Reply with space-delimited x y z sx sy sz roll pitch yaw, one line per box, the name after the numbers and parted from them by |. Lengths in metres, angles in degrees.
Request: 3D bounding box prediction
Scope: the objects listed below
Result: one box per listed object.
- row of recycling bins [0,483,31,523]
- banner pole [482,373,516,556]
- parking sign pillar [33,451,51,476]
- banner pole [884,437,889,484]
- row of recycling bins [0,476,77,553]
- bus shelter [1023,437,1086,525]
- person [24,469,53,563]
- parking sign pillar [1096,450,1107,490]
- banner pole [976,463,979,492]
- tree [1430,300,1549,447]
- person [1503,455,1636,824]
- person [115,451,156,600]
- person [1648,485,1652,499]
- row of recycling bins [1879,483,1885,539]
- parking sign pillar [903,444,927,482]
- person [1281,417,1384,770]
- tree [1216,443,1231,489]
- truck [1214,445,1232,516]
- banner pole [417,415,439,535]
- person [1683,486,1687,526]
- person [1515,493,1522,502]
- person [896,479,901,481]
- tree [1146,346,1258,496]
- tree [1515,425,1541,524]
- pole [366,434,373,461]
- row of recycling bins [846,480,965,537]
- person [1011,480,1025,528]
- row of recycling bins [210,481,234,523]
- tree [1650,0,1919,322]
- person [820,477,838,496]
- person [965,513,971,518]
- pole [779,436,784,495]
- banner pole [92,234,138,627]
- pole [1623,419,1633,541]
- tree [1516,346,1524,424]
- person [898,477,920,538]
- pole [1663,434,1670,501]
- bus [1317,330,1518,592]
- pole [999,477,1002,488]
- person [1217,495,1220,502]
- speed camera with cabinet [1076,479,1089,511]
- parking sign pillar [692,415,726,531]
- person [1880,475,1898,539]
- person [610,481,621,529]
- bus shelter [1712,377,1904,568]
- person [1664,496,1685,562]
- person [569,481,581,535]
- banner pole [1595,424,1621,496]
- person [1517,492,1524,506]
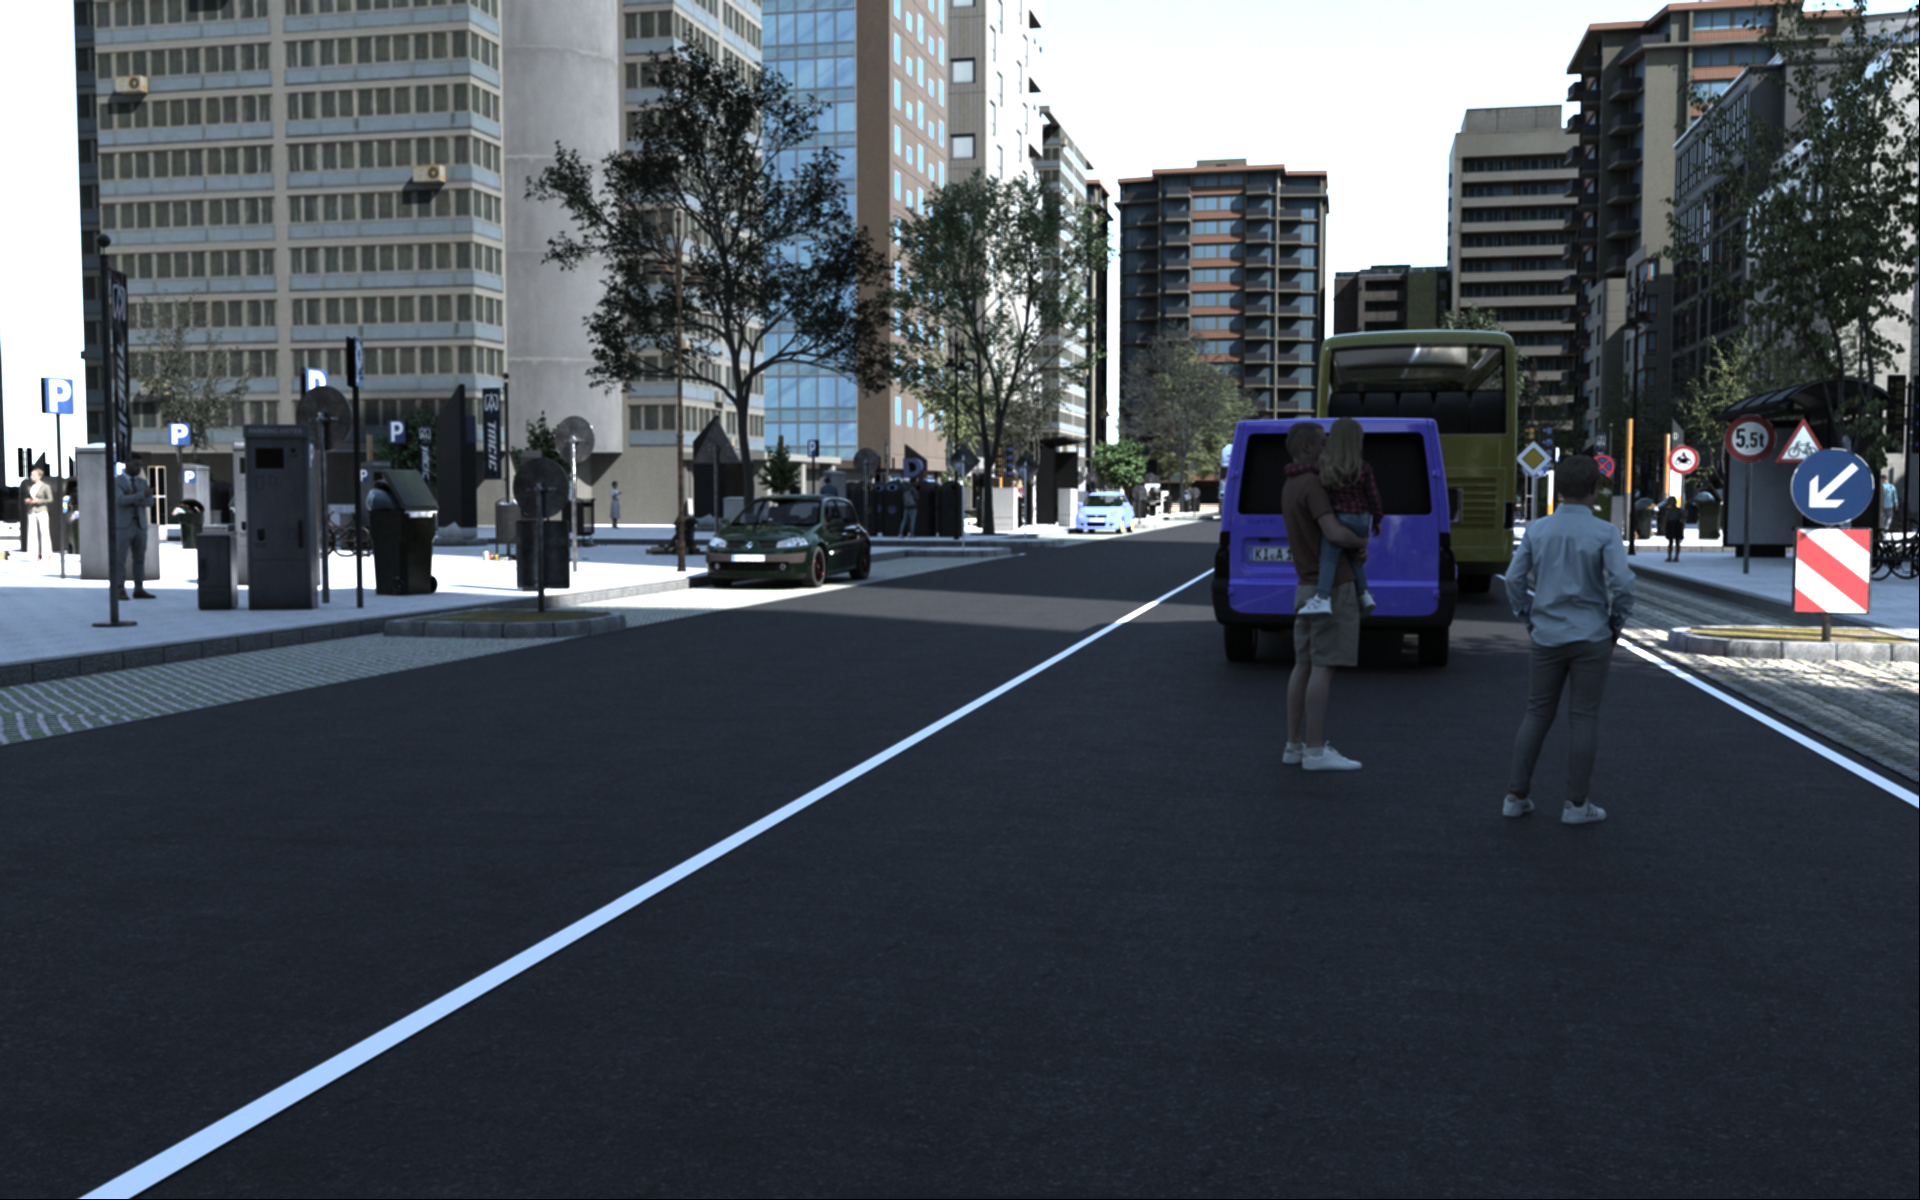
-47.378 -4.816 85.852 1.069 1.692 3.534 -1 4 -9 | row of recycling bins
-9.588 -2.811 35.981 0.863 3.779 0.401 2 4 26 | banner pole
-57.740 -7.369 108.948 1.447 3.967 1.447 2 4 33 | parking sign pillar
-3.213 -5.273 76.227 0.401 3.779 0.863 -1 4 -14 | banner pole
-20.418 -1.987 39.603 1.069 1.692 3.534 0 4 -3 | row of recycling bins
4.087 -5.056 73.951 1.731 3.624 6.357 1 4 13 | bus shelter
-17.309 -1.583 32.480 0.519 1.759 0.362 1 4 9 | person
8.195 -6.831 100.165 1.447 3.967 1.447 1 4 16 | parking sign pillar
1.260 -8.280 125.387 0.401 3.779 0.863 -1 4 -10 | banner pole
30.216 -11.371 102.927 9.611 12.733 9.660 0 3 0 | tree
2.679 0.167 7.588 0.330 1.601 0.589 -3 5 -43 | person
-10.051 -0.909 21.090 0.466 1.800 0.511 1 4 18 | person
42.974 -6.255 108.283 0.573 1.828 0.580 -2 4 -25 | person
23.305 -2.431 46.860 3.534 1.692 1.069 0 4 -7 | row of recycling bins
-2.427 -6.408 93.235 1.447 3.967 1.447 2 4 26 | parking sign pillar
1.918 -0.038 9.092 0.580 1.828 0.573 2 4 35 | person
28.536 -14.173 182.098 4.360 8.622 3.978 0 3 0 | tree
16.803 -6.717 99.585 2.967 4.110 18.799 1 4 13 | truck
-16.747 -3.961 54.783 0.863 3.779 0.401 -3 4 -38 | banner pole
28.954 -3.765 69.410 0.330 1.601 0.589 1 4 9 | person
45.431 -8.261 141.831 1.217 1.735 0.721 -1 4 -9 | person
-2.176 -3.278 59.823 0.473 1.802 0.592 -1 4 -14 | person
17.456 -13.085 132.071 7.486 12.596 7.792 0 3 0 | tree
23.651 -5.557 74.572 4.285 4.588 4.351 0 3 0 | tree
-20.080 -3.985 59.000 0.158 3.312 0.155 0 3 0 | pole
-1.581 -2.773 52.458 3.534 1.692 1.069 1 4 12 | row of recycling bins
2.163 -3.659 65.842 0.580 1.828 0.573 1 4 15 | person
-22.878 -2.910 54.688 3.534 1.692 1.069 1 4 18 | row of recycling bins
11.654 -4.443 23.005 4.737 8.622 4.395 0 3 0 | tree
-3.951 -2.831 52.512 0.721 1.800 0.419 -2 4 -28 | person
-0.104 -3.197 63.816 0.738 1.151 1.012 -1 4 -23 | person
-6.243 -4.078 60.520 0.158 3.312 0.155 0 3 0 | pole
-8.273 -1.651 17.007 0.401 3.779 0.863 0 4 -7 | banner pole
18.129 -3.247 46.934 0.158 3.312 0.155 0 3 0 | pole
24.091 -7.933 80.073 4.360 8.622 3.978 0 3 0 | tree
-1.440 -2.677 50.166 0.623 1.781 0.721 2 4 31 | person
23.952 -3.967 58.699 0.158 3.312 0.155 0 3 0 | pole
7.278 -2.248 28.309 2.896 3.916 12.252 1 4 13 | bus
2.280 -6.290 96.691 0.158 3.312 0.155 0 3 0 | pole
23.385 -9.159 155.790 0.705 1.824 1.348 -1 4 -9 | person
7.210 -6.607 102.353 0.660 3.252 2.038 0 4 -3 | speed camera with cabinet
-8.678 -4.374 59.981 1.447 3.967 1.447 3 5 45 | parking sign pillar
26.778 -2.710 50.216 0.748 1.841 0.638 -3 5 -44 | person
-12.753 -3.536 64.426 0.524 1.755 0.480 1 4 13 | person
15.793 -2.369 32.658 2.014 3.302 5.546 1 4 13 | bus shelter
13.510 -1.348 32.756 0.362 1.253 0.373 3 5 39 | person
-11.808 -2.838 52.317 0.818 1.842 0.514 -2 4 -24 | person
22.999 -4.393 61.845 0.401 3.779 0.863 -2 4 -31 | banner pole
58.453 -10.634 179.999 0.705 1.812 1.348 -1 4 -21 | person
